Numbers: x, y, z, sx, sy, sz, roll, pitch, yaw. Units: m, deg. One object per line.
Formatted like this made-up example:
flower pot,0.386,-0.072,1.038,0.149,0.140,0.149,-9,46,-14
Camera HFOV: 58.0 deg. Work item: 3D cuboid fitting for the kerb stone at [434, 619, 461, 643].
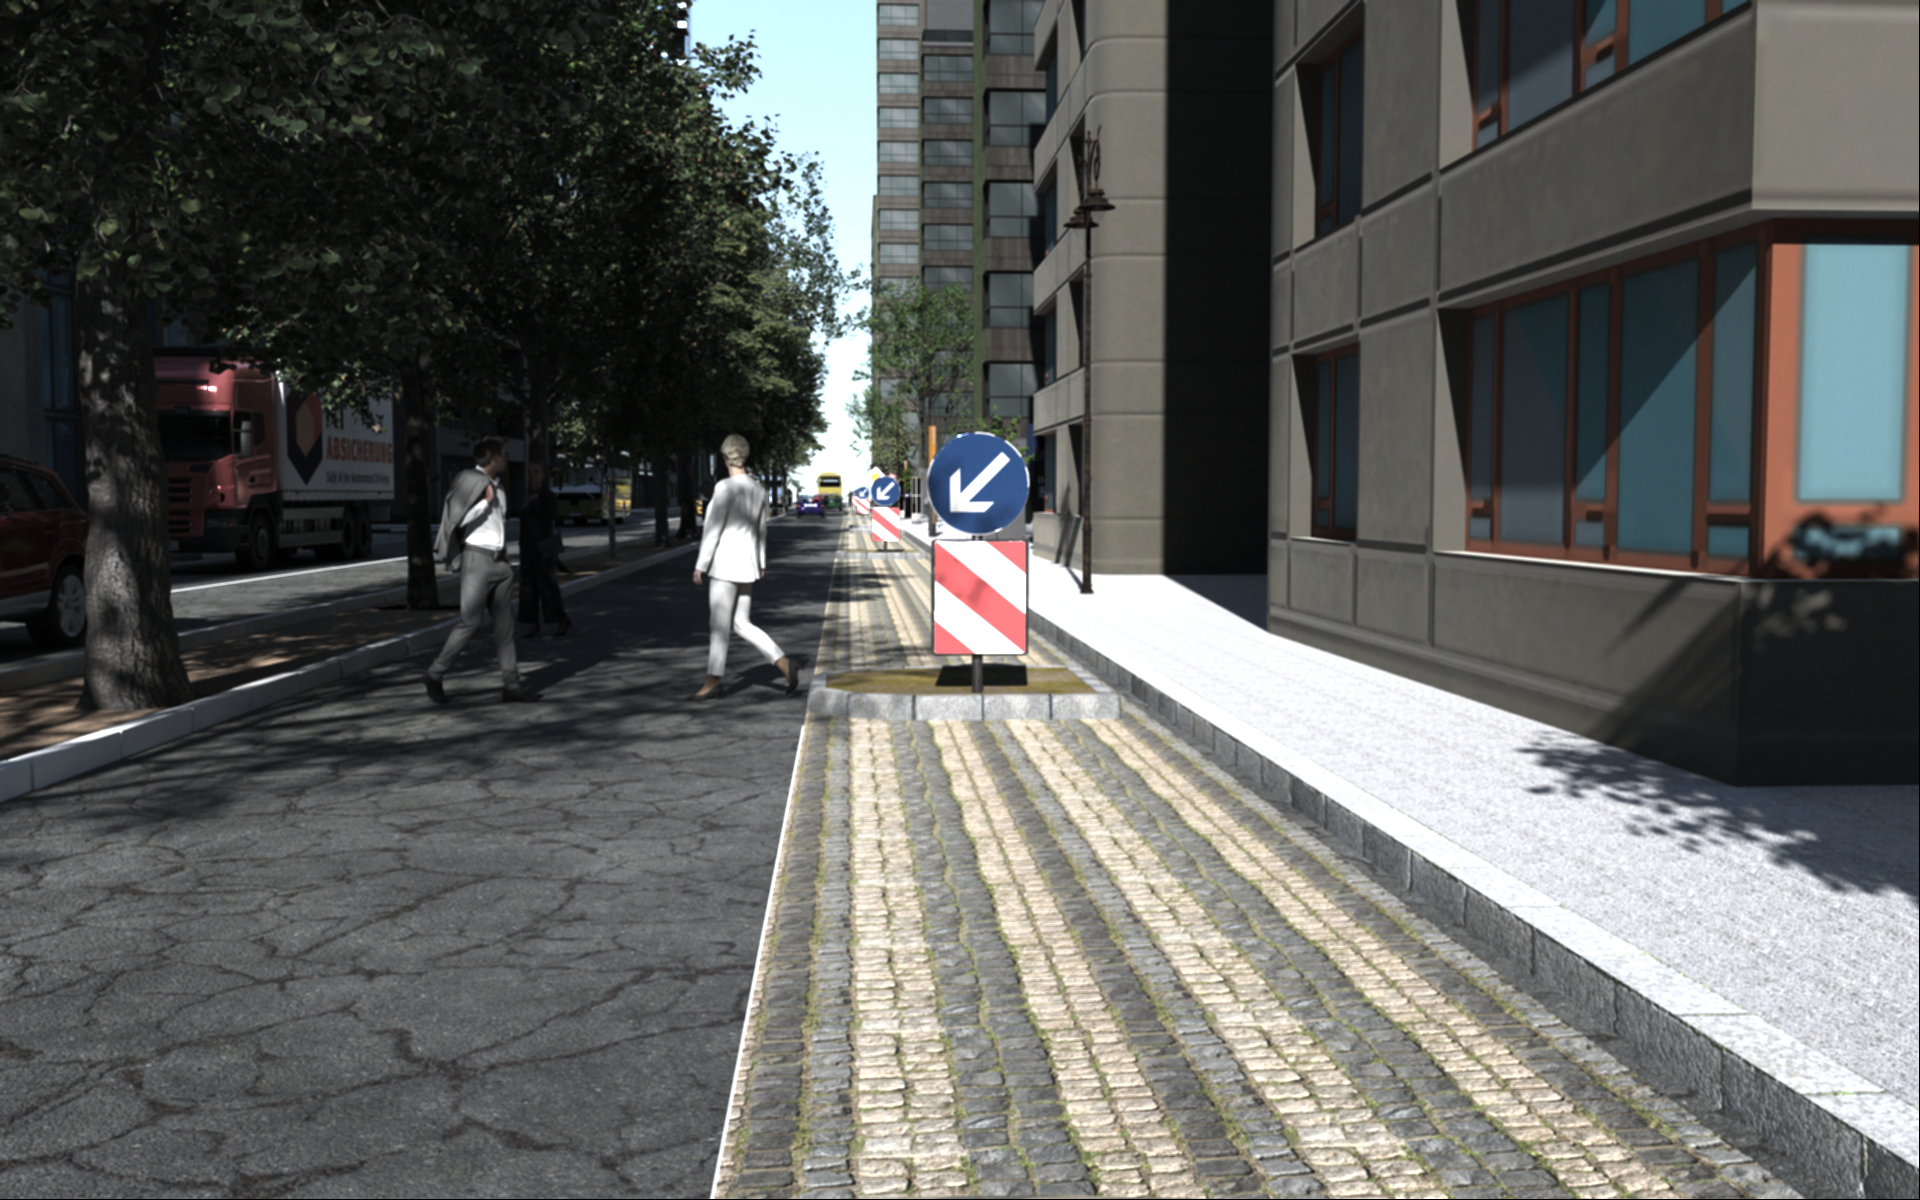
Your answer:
kerb stone,-5.099,0.321,17.036,0.120,0.150,1.000,0,4,-4

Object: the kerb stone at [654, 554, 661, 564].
kerb stone,-6.296,-0.805,35.455,0.120,0.150,1.000,0,4,-4

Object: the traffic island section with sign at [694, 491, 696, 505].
traffic island section with sign,-26.016,-9.799,168.848,1.989,1.847,2.006,0,4,-4

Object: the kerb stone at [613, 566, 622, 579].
kerb stone,-5.898,-0.436,29.318,0.120,0.150,1.000,0,4,-4

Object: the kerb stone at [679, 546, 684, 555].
kerb stone,-6.623,-1.118,40.566,0.120,0.150,1.000,0,4,-4

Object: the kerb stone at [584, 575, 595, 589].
kerb stone,-5.699,-0.247,26.240,0.120,0.150,1.000,0,4,-4

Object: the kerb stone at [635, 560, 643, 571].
kerb stone,-6.098,-0.620,32.391,0.120,0.150,1.000,0,4,-4

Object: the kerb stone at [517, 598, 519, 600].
kerb stone,-5.369,0.066,21.118,0.120,0.150,1.000,0,4,-4

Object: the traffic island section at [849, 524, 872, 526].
traffic island section,-3.567,-3.003,71.379,2.009,0.180,2.903,0,4,-4

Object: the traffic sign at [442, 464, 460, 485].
traffic sign,-21.483,-4.462,73.056,0.768,2.556,0.104,0,4,5

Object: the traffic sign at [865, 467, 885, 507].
traffic sign,-3.074,-3.651,63.332,0.795,2.450,0.064,0,4,-4

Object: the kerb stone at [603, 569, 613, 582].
kerb stone,-5.832,-0.373,28.288,0.120,0.150,1.000,0,4,-4

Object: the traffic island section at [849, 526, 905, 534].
traffic island section,-3.051,-2.516,63.411,2.009,0.180,2.903,0,4,-4

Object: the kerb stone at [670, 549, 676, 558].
kerb stone,-6.493,-0.999,38.523,0.120,0.150,1.000,0,4,-4

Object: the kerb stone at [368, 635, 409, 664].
kerb stone,-4.981,0.442,14.995,0.120,0.150,1.000,0,4,-4

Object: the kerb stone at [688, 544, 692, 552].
kerb stone,-6.755,-1.249,42.612,0.120,0.150,1.000,0,4,-4

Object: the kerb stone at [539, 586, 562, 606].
kerb stone,-5.507,-0.059,23.166,0.120,0.150,1.000,0,4,-4

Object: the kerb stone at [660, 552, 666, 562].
kerb stone,-6.354,-0.873,36.476,0.120,0.150,1.000,0,4,-4

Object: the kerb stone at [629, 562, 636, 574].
kerb stone,-6.028,-0.561,31.365,0.120,0.150,1.000,0,4,-4

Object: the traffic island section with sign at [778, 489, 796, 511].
traffic island section with sign,-14.499,-8.409,145.630,2.006,1.907,1.989,0,4,-4

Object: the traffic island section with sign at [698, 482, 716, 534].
traffic island section with sign,-9.166,-3.371,63.256,2.006,1.907,1.989,0,4,-4

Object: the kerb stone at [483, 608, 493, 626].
kerb stone,-5.238,0.192,19.076,0.120,0.150,1.000,0,4,-4

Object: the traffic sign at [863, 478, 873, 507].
traffic sign,-3.590,-4.138,71.301,0.795,2.450,0.064,0,4,-4

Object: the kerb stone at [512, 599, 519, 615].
kerb stone,-5.299,0.128,20.098,0.120,0.150,1.000,0,4,-4

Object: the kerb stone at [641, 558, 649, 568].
kerb stone,-6.165,-0.681,33.411,0.120,0.150,1.000,0,4,-4

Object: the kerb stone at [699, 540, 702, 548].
kerb stone,-6.956,-1.430,45.678,0.120,0.150,1.000,0,4,-4

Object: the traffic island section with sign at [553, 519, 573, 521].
traffic island section with sign,-21.118,-5.173,93.205,1.989,1.847,2.006,0,4,-4

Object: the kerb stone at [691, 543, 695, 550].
kerb stone,-6.834,-1.311,43.632,0.120,0.150,1.000,0,4,-4

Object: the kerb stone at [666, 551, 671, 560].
kerb stone,-6.429,-0.932,37.502,0.120,0.150,1.000,0,4,-4

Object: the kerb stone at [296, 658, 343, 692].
kerb stone,-4.842,0.575,12.956,0.120,0.150,1.000,0,4,-4

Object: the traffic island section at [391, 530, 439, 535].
traffic island section,-19.109,-2.453,62.380,2.009,0.180,2.903,0,4,-4

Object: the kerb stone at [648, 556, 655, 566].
kerb stone,-6.231,-0.744,34.431,0.120,0.150,1.000,0,4,-4

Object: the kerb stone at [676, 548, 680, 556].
kerb stone,-6.556,-1.058,39.545,0.120,0.150,1.000,0,4,-4

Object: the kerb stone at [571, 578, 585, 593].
kerb stone,-5.636,-0.185,25.218,0.120,0.150,1.000,0,4,-4

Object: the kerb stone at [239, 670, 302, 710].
kerb stone,-4.773,0.628,11.935,0.120,0.150,1.000,0,4,-4

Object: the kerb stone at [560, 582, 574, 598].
kerb stone,-5.562,-0.116,24.191,0.120,0.150,1.000,0,4,-4

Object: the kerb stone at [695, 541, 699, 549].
kerb stone,-6.892,-1.374,44.652,0.120,0.150,1.000,0,4,-4

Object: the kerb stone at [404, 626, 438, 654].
kerb stone,-5.034,0.378,16.016,0.120,0.150,1.000,0,4,-4

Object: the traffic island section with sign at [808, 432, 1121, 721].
traffic island section with sign,-0.037,-0.196,11.837,1.989,1.847,2.006,0,4,-4

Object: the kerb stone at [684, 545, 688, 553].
kerb stone,-6.696,-1.180,41.590,0.120,0.150,1.000,0,4,-4

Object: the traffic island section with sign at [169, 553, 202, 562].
traffic island section with sign,-17.486,-1.747,37.192,1.989,1.847,2.006,0,4,-4

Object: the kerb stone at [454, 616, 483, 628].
kerb stone,-5.167,0.253,18.056,0.120,0.150,1.000,0,4,-4

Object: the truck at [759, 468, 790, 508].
truck,-19.932,-12.051,186.791,2.967,4.110,18.799,0,4,-3

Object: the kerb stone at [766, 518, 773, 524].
kerb stone,-9.709,-4.024,88.162,0.120,0.150,1.000,0,4,-4

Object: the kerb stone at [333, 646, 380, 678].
kerb stone,-4.900,0.507,13.976,0.120,0.150,1.000,0,4,-4

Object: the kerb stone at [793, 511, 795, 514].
kerb stone,-11.896,-6.097,121.920,0.120,0.150,1.000,0,4,-4

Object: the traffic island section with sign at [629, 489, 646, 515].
traffic island section with sign,-22.861,-6.818,120.104,1.989,1.847,2.006,0,4,-4

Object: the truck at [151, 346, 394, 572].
truck,-14.202,-2.825,35.111,2.839,4.237,11.283,0,4,-3

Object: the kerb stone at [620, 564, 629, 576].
kerb stone,-5.961,-0.497,30.338,0.120,0.150,1.000,0,4,-4

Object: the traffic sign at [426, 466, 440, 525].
traffic sign,-19.086,-3.589,62.320,0.795,2.450,0.064,0,4,-4

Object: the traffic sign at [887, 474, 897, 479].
traffic sign,-4.210,-6.555,107.273,0.768,2.556,0.104,0,4,-1

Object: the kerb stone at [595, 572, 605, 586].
kerb stone,-5.760,-0.305,27.268,0.120,0.150,1.000,0,4,-4
